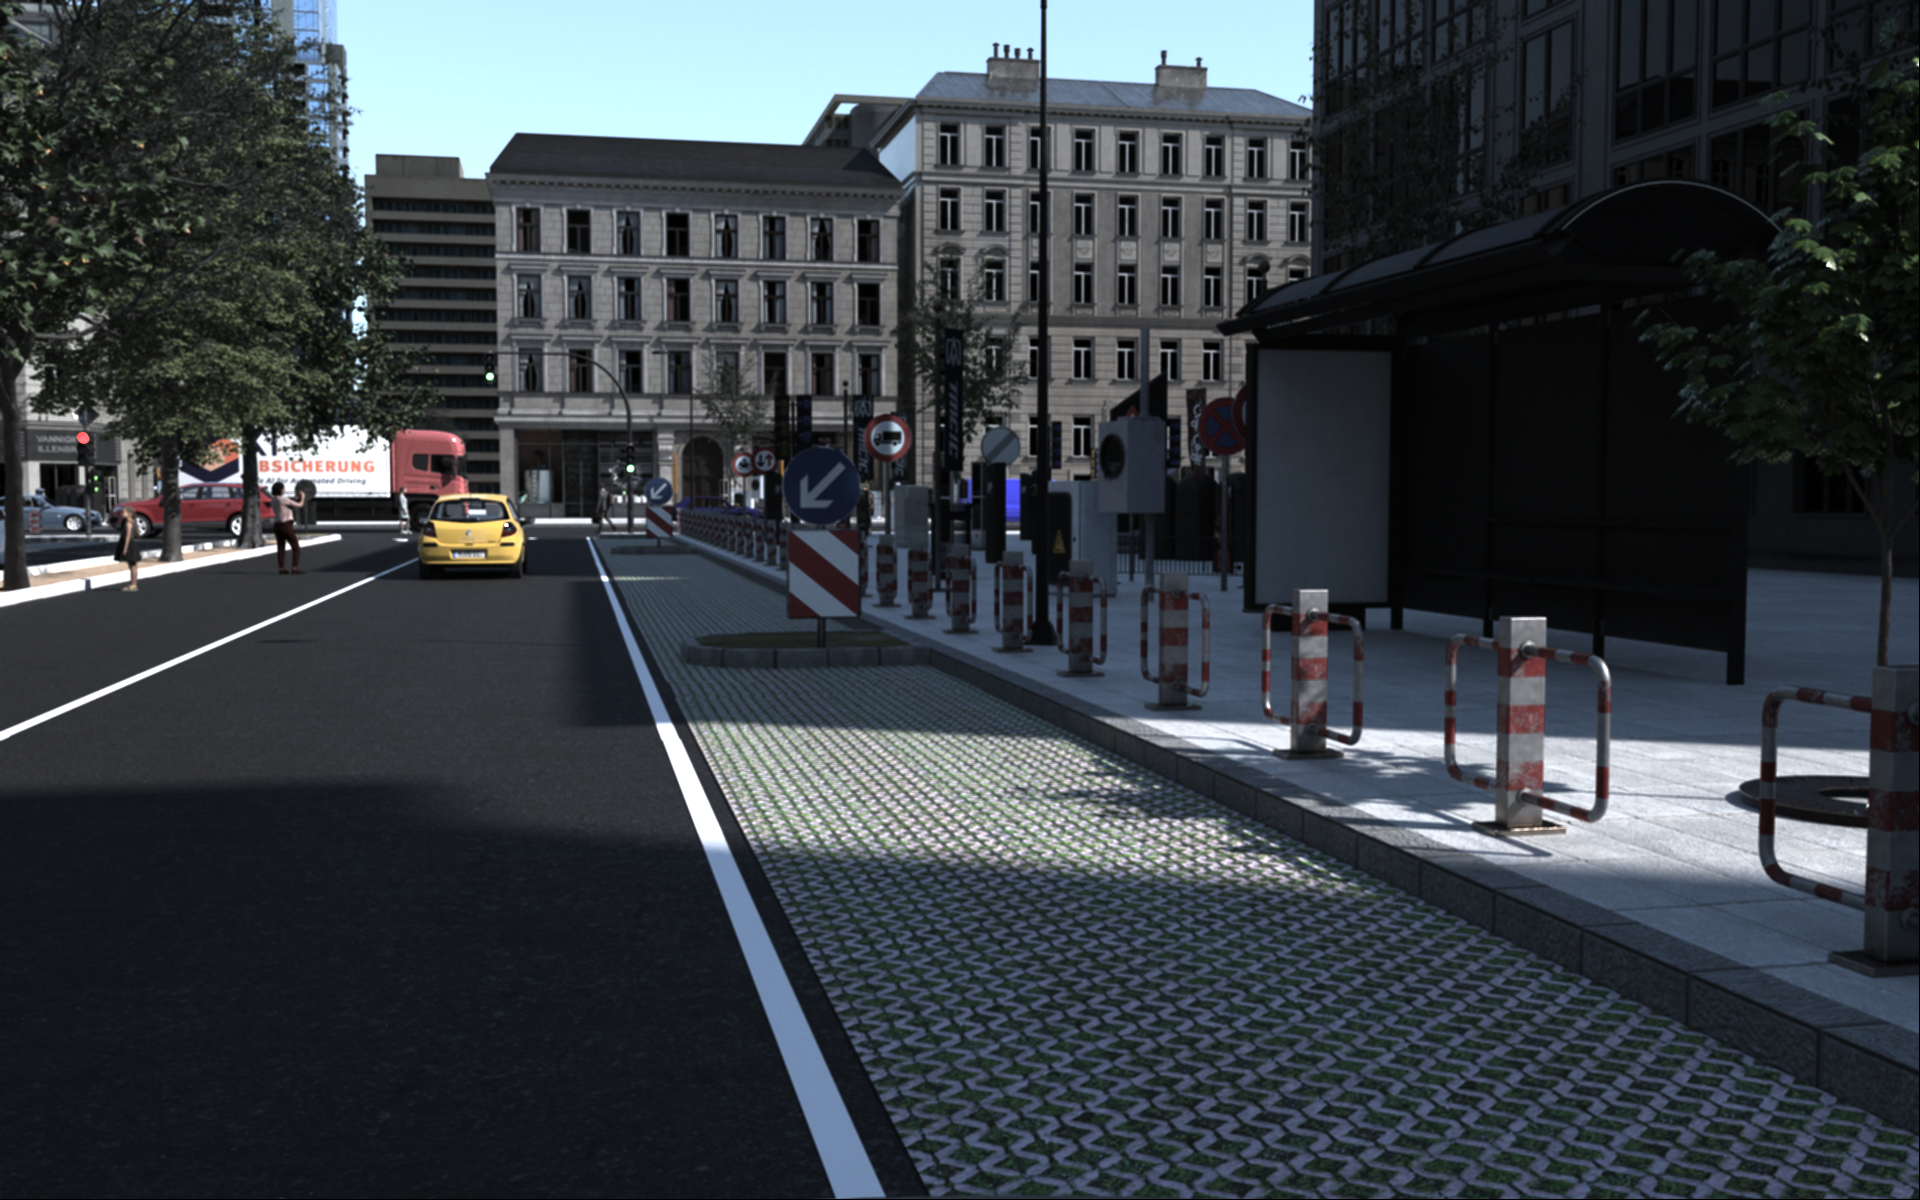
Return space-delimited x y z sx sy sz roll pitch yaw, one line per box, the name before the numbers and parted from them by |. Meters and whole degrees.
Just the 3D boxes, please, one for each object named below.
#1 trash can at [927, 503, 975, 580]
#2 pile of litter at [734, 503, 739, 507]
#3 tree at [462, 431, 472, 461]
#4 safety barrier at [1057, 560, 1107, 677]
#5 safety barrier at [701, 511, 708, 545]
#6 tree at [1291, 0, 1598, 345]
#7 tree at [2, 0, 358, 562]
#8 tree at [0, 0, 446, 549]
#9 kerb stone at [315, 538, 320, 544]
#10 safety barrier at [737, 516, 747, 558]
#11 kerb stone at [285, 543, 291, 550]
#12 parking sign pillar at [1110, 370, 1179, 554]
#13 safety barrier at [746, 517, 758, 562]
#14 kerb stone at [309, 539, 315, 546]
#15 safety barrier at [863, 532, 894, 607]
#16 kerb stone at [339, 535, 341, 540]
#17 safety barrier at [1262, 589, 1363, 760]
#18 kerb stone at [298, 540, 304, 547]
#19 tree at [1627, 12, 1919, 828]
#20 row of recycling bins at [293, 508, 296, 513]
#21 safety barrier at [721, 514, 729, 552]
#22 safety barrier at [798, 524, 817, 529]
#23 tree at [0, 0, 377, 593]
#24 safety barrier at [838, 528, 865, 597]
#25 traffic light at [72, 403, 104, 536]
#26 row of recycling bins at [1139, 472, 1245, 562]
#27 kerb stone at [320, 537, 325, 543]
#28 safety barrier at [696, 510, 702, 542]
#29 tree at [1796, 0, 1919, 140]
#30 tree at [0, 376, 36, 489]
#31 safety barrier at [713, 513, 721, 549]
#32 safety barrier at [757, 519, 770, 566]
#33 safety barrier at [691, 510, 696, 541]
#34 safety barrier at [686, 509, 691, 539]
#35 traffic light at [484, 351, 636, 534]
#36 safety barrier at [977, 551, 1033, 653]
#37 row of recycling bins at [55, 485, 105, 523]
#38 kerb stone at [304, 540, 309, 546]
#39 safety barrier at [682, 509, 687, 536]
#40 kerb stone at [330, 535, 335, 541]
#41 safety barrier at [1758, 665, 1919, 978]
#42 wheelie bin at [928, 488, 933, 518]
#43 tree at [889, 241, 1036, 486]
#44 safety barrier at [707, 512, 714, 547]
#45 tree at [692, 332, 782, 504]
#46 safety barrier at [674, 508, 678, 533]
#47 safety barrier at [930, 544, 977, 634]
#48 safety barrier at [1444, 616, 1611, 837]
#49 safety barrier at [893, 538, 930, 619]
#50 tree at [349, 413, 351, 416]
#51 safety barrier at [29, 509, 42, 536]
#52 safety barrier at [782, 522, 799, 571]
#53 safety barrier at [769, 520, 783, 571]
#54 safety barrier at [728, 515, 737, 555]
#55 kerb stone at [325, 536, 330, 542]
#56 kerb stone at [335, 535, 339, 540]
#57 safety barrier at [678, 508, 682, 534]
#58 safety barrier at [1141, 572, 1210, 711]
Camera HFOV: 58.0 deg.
trash can | -0.135 -0.884 26.112 0.748 1.137 0.748 0 3 0
pile of litter | -11.129 -4.275 83.862 1.176 0.858 1.719 2 4 29
tree | -64.002 -18.237 208.538 12.009 13.543 11.850 0 3 0
safety barrier | 0.851 0.126 12.211 0.300 0.817 1.120 -1 4 -13
safety barrier | -6.327 -1.824 44.091 0.300 0.817 1.120 -1 4 -13
tree | 6.393 -4.489 23.758 4.360 8.622 3.978 0 3 0
tree | -16.790 -7.089 36.487 7.486 12.596 7.792 0 3 0
tree | -18.575 -7.683 45.077 9.611 12.733 9.660 0 3 0
kerb stone | -18.408 -1.657 49.279 0.120 0.150 1.000 -1 4 -13
safety barrier | -4.217 -1.250 34.714 0.300 0.817 1.120 -1 4 -13
kerb stone | -17.286 -1.350 44.270 0.120 0.150 1.000 -1 4 -13
parking sign pillar | 3.837 -3.016 37.776 1.447 3.967 1.447 -1 4 -18
safety barrier | -3.795 -1.135 32.837 0.300 0.817 1.120 -1 4 -13
kerb stone | -18.182 -1.595 48.281 0.120 0.150 1.000 -1 4 -13
safety barrier | -0.836 -0.332 19.707 0.300 0.817 1.120 -1 4 -13
kerb stone | -19.540 -1.961 54.285 0.120 0.150 1.000 -1 4 -13
safety barrier | 1.702 0.357 8.441 0.300 0.817 1.120 -1 4 -13
kerb stone | -17.729 -1.471 46.273 0.120 0.150 1.000 -1 4 -13
tree | 3.803 -0.765 7.112 1.663 3.219 1.824 0 3 0
row of recycling bins | -43.949 -6.576 114.632 3.534 1.692 1.069 -2 4 -27
safety barrier | -5.060 -1.479 38.464 0.300 0.817 1.120 -1 4 -13
safety barrier | -2.104 -0.677 25.342 0.300 0.817 1.120 -1 4 -13
tree | -13.858 -6.861 25.012 12.009 13.543 11.850 0 3 0
safety barrier | -1.259 -0.447 21.577 0.300 0.817 1.120 -1 4 -13
traffic light | -26.564 -3.903 52.728 0.839 4.253 0.868 -1 4 -13
row of recycling bins | 5.001 -1.601 33.289 3.534 1.692 1.069 3 4 36
kerb stone | -18.633 -1.715 50.279 0.120 0.150 1.000 -1 4 -13
safety barrier | -6.747 -1.938 45.962 0.300 0.817 1.120 -1 4 -13
tree | 9.529 -3.988 15.558 4.360 8.622 3.978 0 3 0
tree | -45.032 -7.903 79.568 4.360 8.622 3.978 0 3 0
safety barrier | -5.486 -1.594 40.344 0.300 0.817 1.120 -1 4 -13
safety barrier | -3.368 -1.021 30.968 0.300 0.817 1.120 -1 4 -13
safety barrier | -7.172 -2.052 47.833 0.300 0.817 1.120 -1 4 -13
safety barrier | -7.590 -2.167 49.711 0.300 0.817 1.120 -1 4 -13
traffic light | -12.773 -4.956 55.694 4.771 5.953 1.251 -1 4 -13
safety barrier | 0.430 0.012 14.081 0.300 0.817 1.120 -1 4 -13
row of recycling bins | -40.082 -4.384 78.791 3.534 1.692 1.069 3 4 39
kerb stone | -17.967 -1.530 47.271 0.120 0.150 1.000 -1 4 -13
safety barrier | -8.015 -2.282 51.582 0.300 0.817 1.120 -1 4 -13
kerb stone | -19.088 -1.839 52.287 0.120 0.150 1.000 -1 4 -13
safety barrier | 2.546 0.587 4.679 0.300 0.817 1.120 -1 4 -13
wheelie bin | -1.533 -5.125 91.703 0.693 1.594 0.980 2 4 33
tree | -0.022 -6.190 51.564 4.737 8.622 4.395 0 3 0
safety barrier | -5.906 -1.709 42.214 0.300 0.817 1.120 -1 4 -13
tree | -10.280 -7.904 79.594 4.360 8.622 3.978 0 3 0
safety barrier | -8.857 -2.512 55.341 0.300 0.817 1.120 -1 4 -13
safety barrier | 0.006 -0.103 15.963 0.300 0.817 1.120 -1 4 -13
safety barrier | 2.125 0.472 6.563 0.300 0.817 1.120 -1 4 -13
safety barrier | -0.413 -0.218 17.838 0.300 0.817 1.120 -1 4 -13
tree | -51.774 -12.211 150.010 4.360 8.622 3.978 0 3 0
safety barrier | -28.234 -2.362 52.889 0.300 0.817 1.120 -1 4 -13
safety barrier | -2.534 -0.792 27.226 0.300 0.817 1.120 -1 4 -13
safety barrier | -2.949 -0.907 29.098 0.300 0.817 1.120 -1 4 -13
safety barrier | -4.636 -1.365 36.585 0.300 0.817 1.120 -1 4 -13
kerb stone | -18.870 -1.779 51.286 0.120 0.150 1.000 -1 4 -13
kerb stone | -19.315 -1.899 53.286 0.120 0.150 1.000 -1 4 -13
safety barrier | -8.438 -2.397 53.467 0.300 0.817 1.120 -1 4 -13
safety barrier | 1.273 0.241 10.328 0.300 0.817 1.120 -1 4 -13
